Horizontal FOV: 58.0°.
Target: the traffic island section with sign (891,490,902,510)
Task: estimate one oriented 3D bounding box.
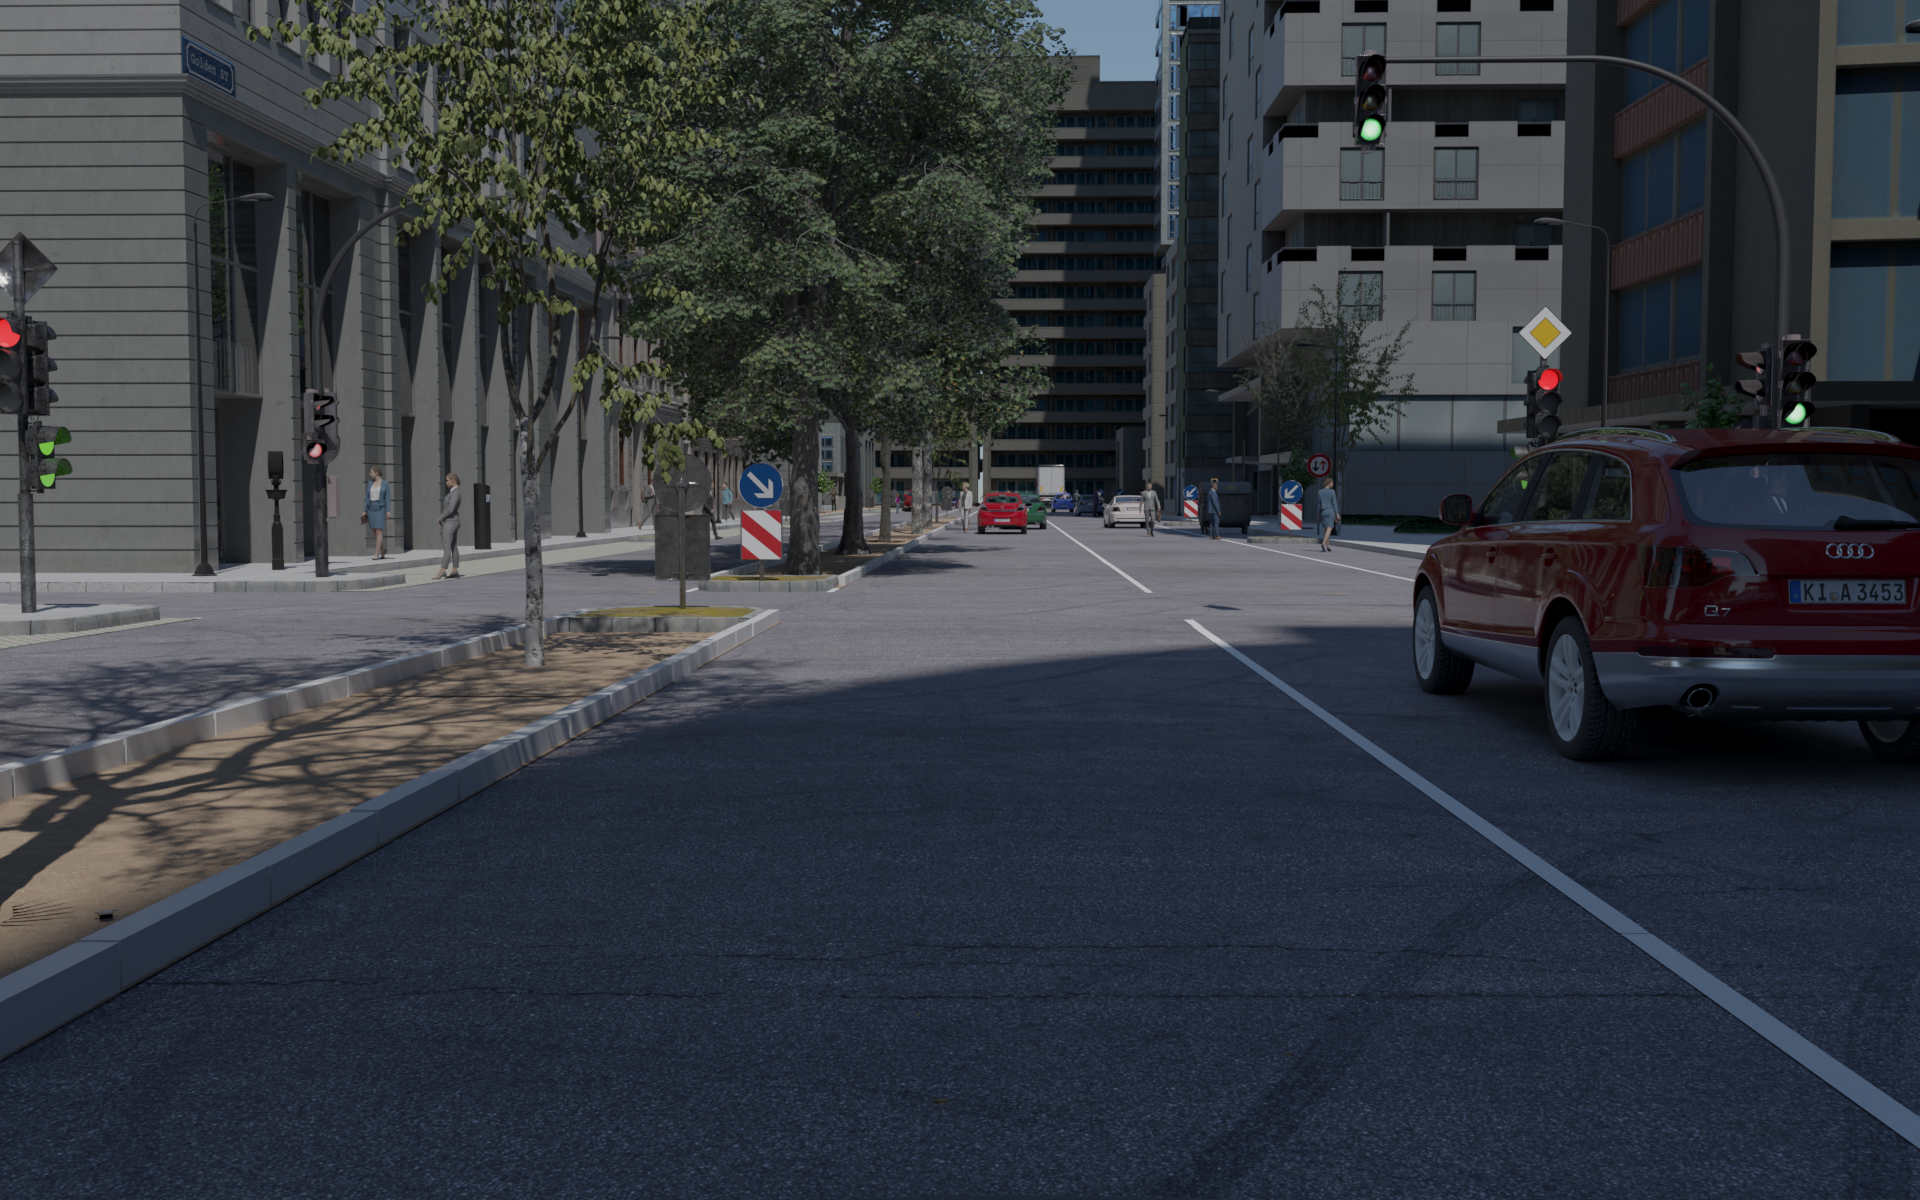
[{"bbox_3d":[-5.877,-9.002,155.816,1.989,1.847,2.006,0,4,2],"label":"traffic island section with sign"}]

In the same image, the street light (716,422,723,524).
[{"bbox_3d":[-9.938,-6.261,74.906,1.470,5.913,1.316,0,4,2],"label":"street light"}]

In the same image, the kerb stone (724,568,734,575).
[{"bbox_3d":[-3.912,-0.392,28.609,0.120,0.150,1.000,0,4,2],"label":"kerb stone"}]

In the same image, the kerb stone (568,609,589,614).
[{"bbox_3d":[-4.178,0.204,18.862,0.120,0.150,1.000,0,4,2],"label":"kerb stone"}]

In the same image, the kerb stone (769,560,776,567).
[{"bbox_3d":[-3.768,-0.706,33.746,0.120,0.150,1.000,0,4,2],"label":"kerb stone"}]

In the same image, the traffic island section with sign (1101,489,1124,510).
[{"bbox_3d":[11.665,-7.297,127.932,1.989,1.847,2.006,0,4,2],"label":"traffic island section with sign"}]

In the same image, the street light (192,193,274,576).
[{"bbox_3d":[-11.294,-3.326,26.929,1.470,5.913,1.316,0,4,2],"label":"street light"}]

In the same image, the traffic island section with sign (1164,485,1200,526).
[{"bbox_3d":[10.256,-4.265,78.356,1.989,1.847,2.006,0,4,2],"label":"traffic island section with sign"}]

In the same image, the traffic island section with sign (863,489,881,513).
[{"bbox_3d":[-6.651,-7.327,128.424,1.989,1.847,2.006,0,4,2],"label":"traffic island section with sign"}]

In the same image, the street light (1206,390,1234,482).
[{"bbox_3d":[11.635,-6.401,77.195,1.470,5.913,1.316,0,4,2],"label":"street light"}]

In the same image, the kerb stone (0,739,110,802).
[{"bbox_3d":[-4.476,0.836,8.620,0.120,0.150,1.000,0,4,2],"label":"kerb stone"}]

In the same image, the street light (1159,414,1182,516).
[{"bbox_3d":[12.292,-7.866,101.148,1.470,5.913,1.316,0,4,2],"label":"street light"}]

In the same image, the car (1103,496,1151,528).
[{"bbox_3d":[7.159,-3.757,73.783,2.083,1.381,4.827,0,4,1],"label":"car"}]

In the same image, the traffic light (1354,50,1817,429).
[{"bbox_3d":[6.418,-2.651,18.008,4.771,5.953,1.251,0,4,2],"label":"traffic light"}]

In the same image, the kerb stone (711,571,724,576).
[{"bbox_3d":[-3.936,-0.330,27.587,0.120,0.150,1.000,0,4,2],"label":"kerb stone"}]

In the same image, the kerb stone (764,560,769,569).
[{"bbox_3d":[-3.788,-0.643,32.715,0.120,0.150,1.000,0,4,2],"label":"kerb stone"}]

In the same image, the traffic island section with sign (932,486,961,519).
[{"bbox_3d":[-0.794,-5.697,101.284,2.006,1.907,1.989,0,4,2],"label":"traffic island section with sign"}]

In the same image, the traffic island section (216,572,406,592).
[{"bbox_3d":[-9.857,-0.271,26.715,2.009,0.180,2.903,0,4,2],"label":"traffic island section"}]

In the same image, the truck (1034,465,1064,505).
[{"bbox_3d":[8.845,-11.146,171.153,2.839,4.237,11.283,0,4,1],"label":"truck"}]

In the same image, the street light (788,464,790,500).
[{"bbox_3d":[-9.272,-7.758,99.384,1.470,5.913,1.316,0,4,2],"label":"street light"}]

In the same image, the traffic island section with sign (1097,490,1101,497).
[{"bbox_3d":[12.418,-8.945,154.877,1.989,1.847,2.006,0,4,2],"label":"traffic island section with sign"}]

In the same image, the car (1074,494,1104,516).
[{"bbox_3d":[8.483,-6.206,113.476,2.014,1.417,4.499,0,4,1],"label":"car"}]

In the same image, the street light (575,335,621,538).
[{"bbox_3d":[-10.607,-4.786,50.798,1.470,5.913,1.316,0,4,2],"label":"street light"}]

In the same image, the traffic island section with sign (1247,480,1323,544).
[{"bbox_3d":[9.476,-2.578,50.774,1.989,1.847,2.006,0,4,2],"label":"traffic island section with sign"}]

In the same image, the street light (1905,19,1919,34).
[{"bbox_3d":[9.945,-2.725,17.095,1.470,5.913,1.316,0,4,2],"label":"street light"}]

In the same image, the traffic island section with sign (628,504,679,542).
[{"bbox_3d":[-8.807,-2.659,52.109,1.989,1.847,2.006,0,4,2],"label":"traffic island section with sign"}]

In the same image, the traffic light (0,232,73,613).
[{"bbox_3d":[-10.043,-1.815,18.597,0.839,4.253,0.868,0,4,2],"label":"traffic light"}]

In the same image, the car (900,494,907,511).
[{"bbox_3d":[-4.024,-8.377,146.752,2.009,1.686,4.222,0,4,0],"label":"car"}]

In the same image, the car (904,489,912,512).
[{"bbox_3d":[-3.393,-8.093,141.001,2.281,1.827,5.304,0,4,3],"label":"car"}]

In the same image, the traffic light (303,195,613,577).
[{"bbox_3d":[-7.723,-3.174,26.555,4.771,5.953,1.251,0,4,2],"label":"traffic light"}]

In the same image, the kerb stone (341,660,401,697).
[{"bbox_3d":[-4.357,0.580,12.710,0.120,0.150,1.000,0,4,2],"label":"kerb stone"}]

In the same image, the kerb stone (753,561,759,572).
[{"bbox_3d":[-3.825,-0.579,31.685,0.120,0.150,1.000,0,4,2],"label":"kerb stone"}]

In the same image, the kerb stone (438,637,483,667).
[{"bbox_3d":[-4.299,0.455,14.753,0.120,0.150,1.000,0,4,2],"label":"kerb stone"}]

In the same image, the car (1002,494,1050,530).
[{"bbox_3d":[2.646,-3.650,71.469,2.131,1.459,4.920,0,4,2],"label":"car"}]

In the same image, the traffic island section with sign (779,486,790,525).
[{"bbox_3d":[-8.014,-4.359,79.895,1.989,1.847,2.006,0,4,2],"label":"traffic island section with sign"}]

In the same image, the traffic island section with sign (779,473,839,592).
[{"bbox_3d":[-2.909,-1.103,26.175,2.006,1.907,1.989,0,4,2],"label":"traffic island section with sign"}]

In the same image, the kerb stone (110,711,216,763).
[{"bbox_3d":[-4.443,0.768,9.641,0.120,0.150,1.000,0,4,2],"label":"kerb stone"}]

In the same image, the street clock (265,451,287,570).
[{"bbox_3d":[-11.520,-1.507,29.205,0.358,2.002,0.471,-1,4,-18],"label":"street clock"}]

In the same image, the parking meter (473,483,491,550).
[{"bbox_3d":[-11.050,-1.936,40.065,0.372,1.533,0.369,0,3,0],"label":"parking meter"}]

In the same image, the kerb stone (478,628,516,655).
[{"bbox_3d":[-4.273,0.392,15.781,0.120,0.150,1.000,0,4,2],"label":"kerb stone"}]

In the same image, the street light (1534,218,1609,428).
[{"bbox_3d":[10.350,-3.471,29.298,1.470,5.913,1.316,0,4,2],"label":"street light"}]

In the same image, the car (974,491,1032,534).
[{"bbox_3d":[1.562,-3.314,63.222,2.155,1.783,4.494,0,4,2],"label":"car"}]

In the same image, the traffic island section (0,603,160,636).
[{"bbox_3d":[-10.083,0.217,18.733,2.009,0.180,2.903,0,4,2],"label":"traffic island section"}]

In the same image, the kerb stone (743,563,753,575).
[{"bbox_3d":[-3.845,-0.518,30.662,0.120,0.150,1.000,0,4,2],"label":"kerb stone"}]

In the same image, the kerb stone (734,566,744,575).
[{"bbox_3d":[-3.884,-0.452,29.638,0.120,0.150,1.000,0,4,2],"label":"kerb stone"}]

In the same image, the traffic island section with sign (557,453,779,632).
[{"bbox_3d":[-3.128,-0.650,18.771,2.006,1.907,1.989,0,4,2],"label":"traffic island section with sign"}]

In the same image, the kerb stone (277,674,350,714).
[{"bbox_3d":[-4.387,0.643,11.688,0.120,0.150,1.000,0,4,2],"label":"kerb stone"}]

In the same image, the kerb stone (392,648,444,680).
[{"bbox_3d":[-4.331,0.518,13.731,0.120,0.150,1.000,0,4,2],"label":"kerb stone"}]

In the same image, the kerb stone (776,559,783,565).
[{"bbox_3d":[-3.735,-0.763,34.776,0.120,0.150,1.000,0,4,2],"label":"kerb stone"}]

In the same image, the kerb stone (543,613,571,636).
[{"bbox_3d":[-4.216,0.270,17.841,0.120,0.150,1.000,0,4,2],"label":"kerb stone"}]

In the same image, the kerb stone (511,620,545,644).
[{"bbox_3d":[-4.252,0.329,16.811,0.120,0.150,1.000,0,4,2],"label":"kerb stone"}]

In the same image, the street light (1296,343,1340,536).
[{"bbox_3d":[11.011,-4.941,53.324,1.470,5.913,1.316,0,4,2],"label":"street light"}]

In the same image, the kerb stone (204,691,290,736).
[{"bbox_3d":[-4.410,0.705,10.663,0.120,0.150,1.000,0,4,2],"label":"kerb stone"}]

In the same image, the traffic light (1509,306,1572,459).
[{"bbox_3d":[8.737,-2.272,26.072,0.839,4.253,0.868,0,4,2],"label":"traffic light"}]

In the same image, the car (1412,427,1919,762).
[{"bbox_3d":[4.307,-0.131,10.813,2.281,1.827,5.304,0,4,1],"label":"car"}]

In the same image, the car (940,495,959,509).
[{"bbox_3d":[-0.953,-9.768,172.289,1.945,1.354,3.894,0,4,3],"label":"car"}]

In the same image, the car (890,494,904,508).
[{"bbox_3d":[-5.958,-9.209,160.353,2.009,1.686,4.222,0,4,2],"label":"car"}]

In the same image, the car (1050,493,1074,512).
[{"bbox_3d":[8.128,-7.819,137.427,1.945,1.707,3.694,0,4,0],"label":"car"}]
